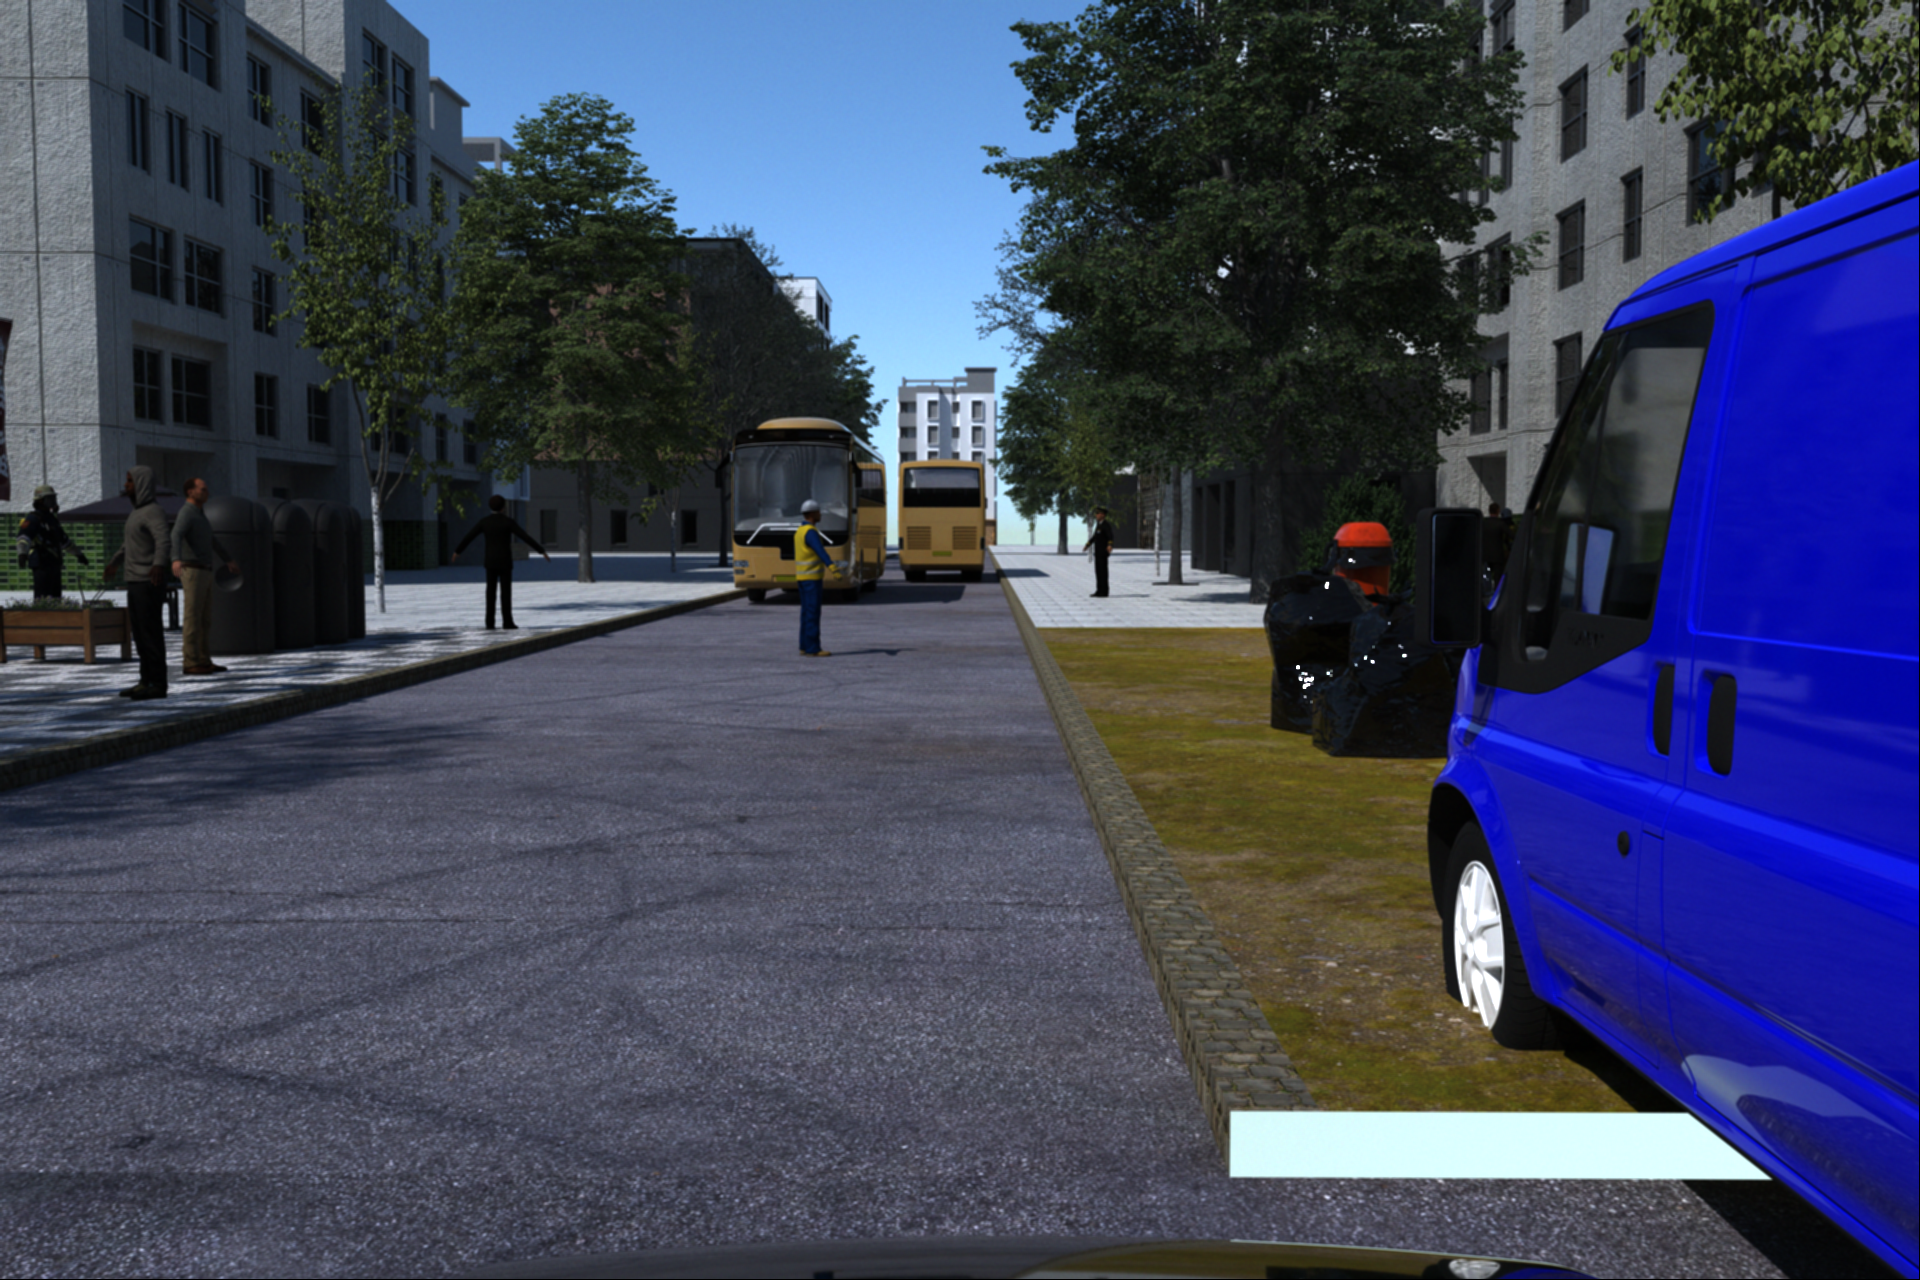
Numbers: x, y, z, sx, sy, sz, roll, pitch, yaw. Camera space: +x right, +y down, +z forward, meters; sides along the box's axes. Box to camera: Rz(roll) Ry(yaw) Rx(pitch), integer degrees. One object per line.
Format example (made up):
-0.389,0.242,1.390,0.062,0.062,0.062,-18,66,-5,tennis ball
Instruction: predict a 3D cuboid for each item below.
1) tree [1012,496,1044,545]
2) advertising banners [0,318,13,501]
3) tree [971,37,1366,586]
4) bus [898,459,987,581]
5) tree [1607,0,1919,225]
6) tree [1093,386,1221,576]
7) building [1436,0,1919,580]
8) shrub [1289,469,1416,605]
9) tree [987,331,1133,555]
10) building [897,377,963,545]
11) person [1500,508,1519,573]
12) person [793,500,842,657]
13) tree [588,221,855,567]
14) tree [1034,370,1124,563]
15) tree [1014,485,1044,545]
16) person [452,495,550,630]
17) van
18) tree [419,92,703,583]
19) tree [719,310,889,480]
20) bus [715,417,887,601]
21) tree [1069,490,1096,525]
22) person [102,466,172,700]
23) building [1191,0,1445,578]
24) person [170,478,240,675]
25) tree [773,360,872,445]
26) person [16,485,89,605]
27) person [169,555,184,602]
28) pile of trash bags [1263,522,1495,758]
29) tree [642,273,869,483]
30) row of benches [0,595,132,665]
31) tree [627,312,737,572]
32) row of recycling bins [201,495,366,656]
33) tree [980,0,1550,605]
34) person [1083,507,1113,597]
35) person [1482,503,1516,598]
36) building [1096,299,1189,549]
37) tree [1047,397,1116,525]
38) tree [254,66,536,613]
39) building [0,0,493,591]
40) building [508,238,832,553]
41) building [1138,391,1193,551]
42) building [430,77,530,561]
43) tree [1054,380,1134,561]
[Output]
8.584,-15.320,200.838,4.360,8.622,3.978,0,3,0,tree
-7.750,-1.042,13.218,0.090,3.025,2.074,0,4,0,advertising banners
5.473,-8.118,43.103,12.009,13.543,11.850,0,3,0,tree
-0.496,-3.945,56.042,2.896,3.916,12.252,0,4,0,bus
6.265,-3.784,12.237,4.737,8.622,4.395,0,3,0,tree
5.976,-6.236,52.317,4.360,8.622,3.978,0,3,0,tree
21.659,-10.198,33.192,16.747,18.905,31.486,0,4,1,building
4.552,-0.935,19.713,1.690,2.028,1.600,0,3,0,shrub
6.138,-12.087,104.285,9.857,13.997,8.962,0,3,0,tree
-6.912,-20.966,201.668,11.380,20.090,16.016,1,4,10,building
12.004,-1.979,38.118,1.354,1.858,0.705,-1,4,-14,person
-1.723,-0.730,20.360,0.705,1.833,1.349,-2,4,-24,person
-9.122,-9.606,67.432,12.009,13.543,11.850,0,3,0,tree
5.599,-7.720,76.582,4.737,8.622,4.395,0,3,0,tree
8.133,-15.026,196.044,4.737,8.622,4.395,0,3,0,tree
-6.188,-1.044,23.262,1.347,1.806,0.705,0,4,4,person
2.256,0.099,2.771,2.240,2.365,5.245,0,4,0,van
-10.246,-7.777,45.279,7.486,12.596,7.792,0,3,0,tree
-8.701,-11.545,95.412,9.857,13.997,8.962,0,3,0,tree
-3.302,-2.976,40.208,2.896,3.916,12.252,0,4,1,bus
16.980,-17.630,194.905,9.857,13.997,8.962,0,3,0,tree
-6.396,-0.453,13.537,0.705,1.813,1.348,-3,5,-41,person
22.479,-13.546,65.448,27.936,21.610,32.646,0,4,1,building
-6.986,-0.590,15.924,0.705,1.796,1.348,0,4,-2,person
-8.783,-11.529,106.628,7.486,12.596,7.792,0,3,0,tree
-10.728,-0.894,20.391,0.705,1.856,1.354,0,4,2,person
-14.532,-1.436,32.740,0.991,1.433,0.599,0,4,4,person
2.973,-0.110,11.556,1.912,1.369,3.447,0,4,0,pile of trash bags
-9.364,-10.430,80.894,12.009,13.543,11.850,0,3,0,tree
-10.467,-0.129,17.576,4.104,0.672,1.422,1,4,10,row of benches
-9.632,-6.600,58.269,4.737,8.622,4.395,0,3,0,tree
-7.735,-0.782,19.902,1.069,1.692,3.534,0,4,1,row of recycling bins
5.542,-7.632,31.439,9.857,13.997,8.962,0,3,0,tree
2.852,-1.790,35.206,0.705,1.837,1.347,-1,4,-19,person
8.973,-1.399,29.094,0.704,1.802,1.346,-3,5,-42,person
26.787,-19.635,165.004,27.936,21.610,32.646,0,4,0,building
6.892,-8.586,90.741,4.360,8.622,3.978,0,3,0,tree
-9.262,-4.732,27.738,4.737,8.622,4.395,0,3,0,tree
-27.405,-11.473,54.038,16.747,18.905,31.486,0,4,1,building
-25.362,-17.865,136.067,27.936,21.610,32.646,0,4,1,building
24.433,-18.817,138.583,19.493,23.208,18.063,0,4,1,building
-26.611,-13.258,73.186,16.016,20.090,11.380,0,4,1,building
6.356,-8.086,82.563,4.737,8.622,4.395,0,3,0,tree
